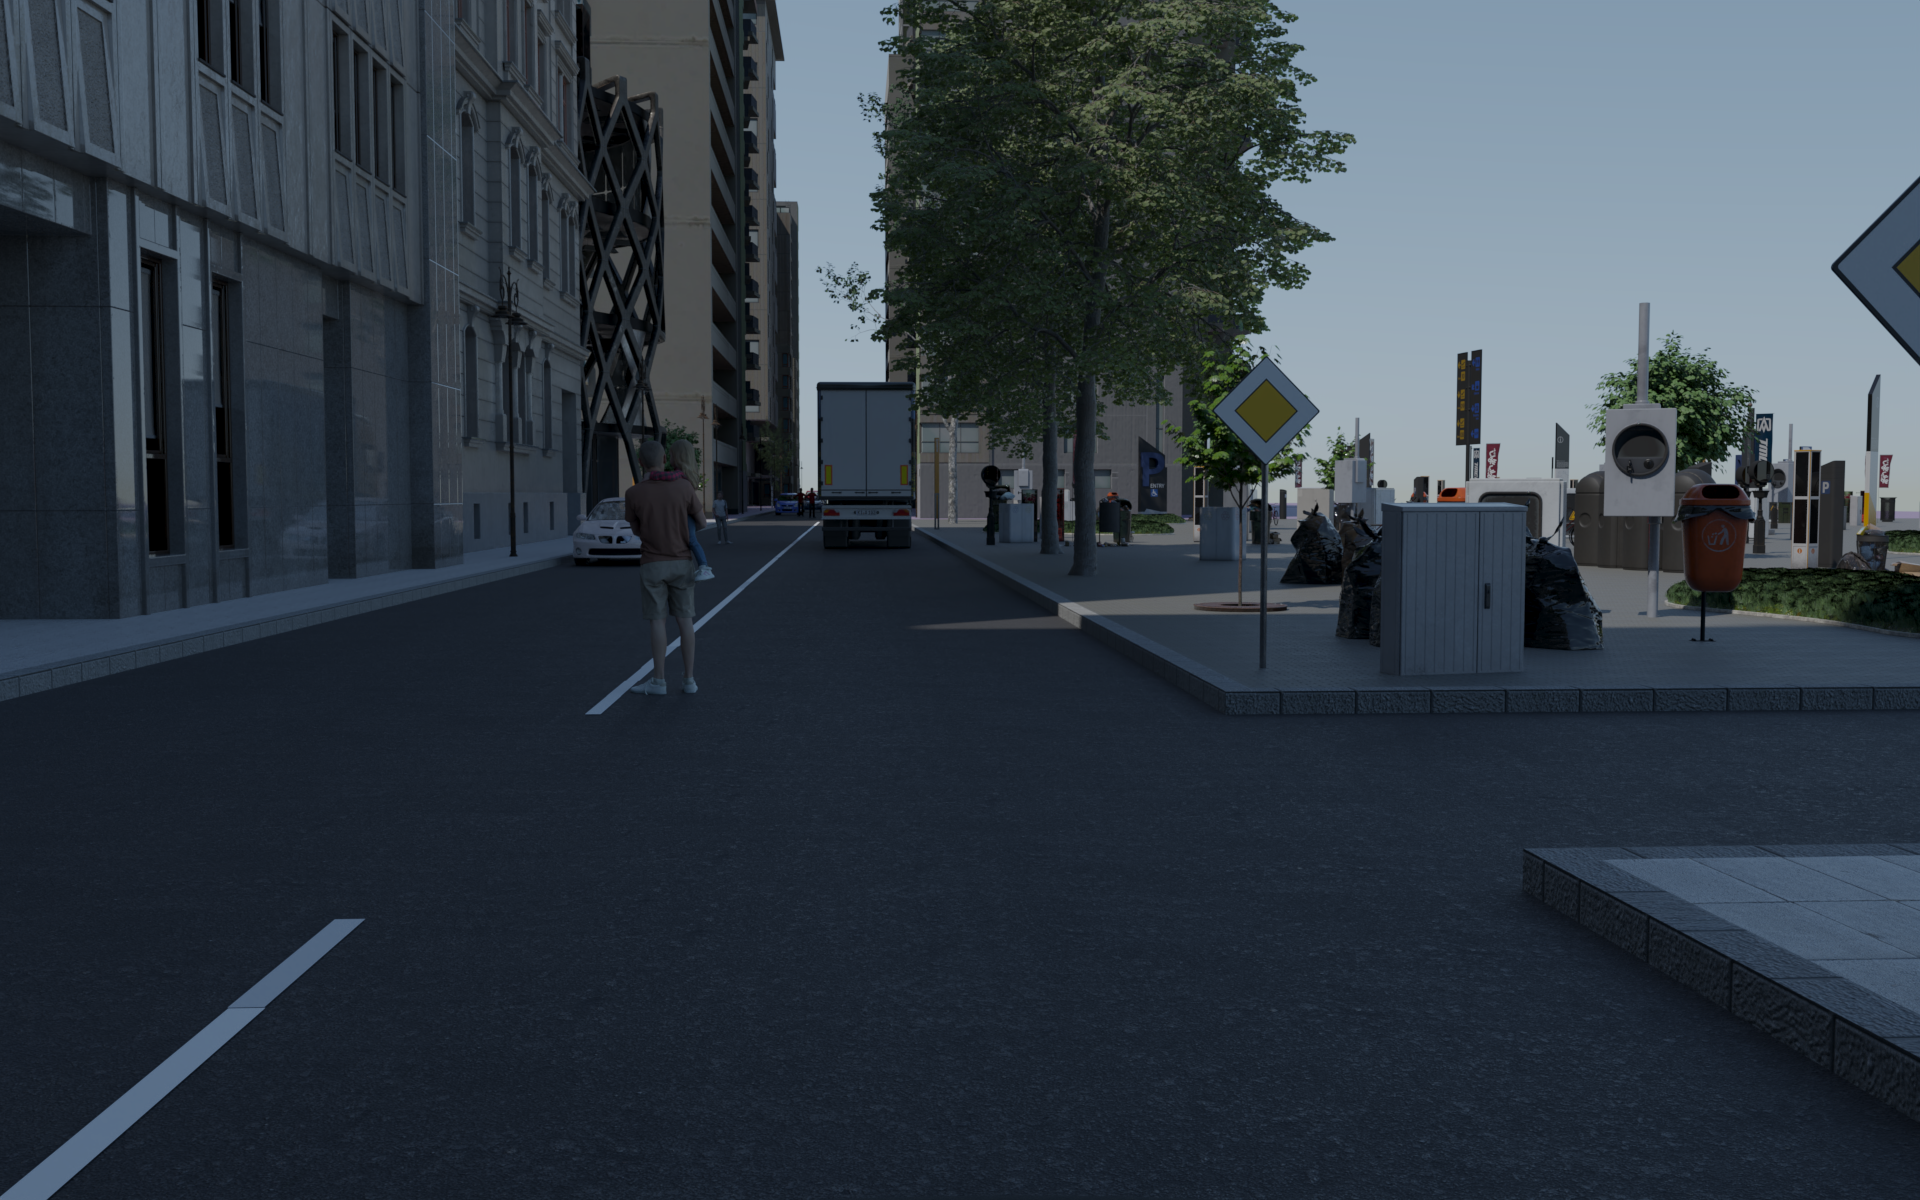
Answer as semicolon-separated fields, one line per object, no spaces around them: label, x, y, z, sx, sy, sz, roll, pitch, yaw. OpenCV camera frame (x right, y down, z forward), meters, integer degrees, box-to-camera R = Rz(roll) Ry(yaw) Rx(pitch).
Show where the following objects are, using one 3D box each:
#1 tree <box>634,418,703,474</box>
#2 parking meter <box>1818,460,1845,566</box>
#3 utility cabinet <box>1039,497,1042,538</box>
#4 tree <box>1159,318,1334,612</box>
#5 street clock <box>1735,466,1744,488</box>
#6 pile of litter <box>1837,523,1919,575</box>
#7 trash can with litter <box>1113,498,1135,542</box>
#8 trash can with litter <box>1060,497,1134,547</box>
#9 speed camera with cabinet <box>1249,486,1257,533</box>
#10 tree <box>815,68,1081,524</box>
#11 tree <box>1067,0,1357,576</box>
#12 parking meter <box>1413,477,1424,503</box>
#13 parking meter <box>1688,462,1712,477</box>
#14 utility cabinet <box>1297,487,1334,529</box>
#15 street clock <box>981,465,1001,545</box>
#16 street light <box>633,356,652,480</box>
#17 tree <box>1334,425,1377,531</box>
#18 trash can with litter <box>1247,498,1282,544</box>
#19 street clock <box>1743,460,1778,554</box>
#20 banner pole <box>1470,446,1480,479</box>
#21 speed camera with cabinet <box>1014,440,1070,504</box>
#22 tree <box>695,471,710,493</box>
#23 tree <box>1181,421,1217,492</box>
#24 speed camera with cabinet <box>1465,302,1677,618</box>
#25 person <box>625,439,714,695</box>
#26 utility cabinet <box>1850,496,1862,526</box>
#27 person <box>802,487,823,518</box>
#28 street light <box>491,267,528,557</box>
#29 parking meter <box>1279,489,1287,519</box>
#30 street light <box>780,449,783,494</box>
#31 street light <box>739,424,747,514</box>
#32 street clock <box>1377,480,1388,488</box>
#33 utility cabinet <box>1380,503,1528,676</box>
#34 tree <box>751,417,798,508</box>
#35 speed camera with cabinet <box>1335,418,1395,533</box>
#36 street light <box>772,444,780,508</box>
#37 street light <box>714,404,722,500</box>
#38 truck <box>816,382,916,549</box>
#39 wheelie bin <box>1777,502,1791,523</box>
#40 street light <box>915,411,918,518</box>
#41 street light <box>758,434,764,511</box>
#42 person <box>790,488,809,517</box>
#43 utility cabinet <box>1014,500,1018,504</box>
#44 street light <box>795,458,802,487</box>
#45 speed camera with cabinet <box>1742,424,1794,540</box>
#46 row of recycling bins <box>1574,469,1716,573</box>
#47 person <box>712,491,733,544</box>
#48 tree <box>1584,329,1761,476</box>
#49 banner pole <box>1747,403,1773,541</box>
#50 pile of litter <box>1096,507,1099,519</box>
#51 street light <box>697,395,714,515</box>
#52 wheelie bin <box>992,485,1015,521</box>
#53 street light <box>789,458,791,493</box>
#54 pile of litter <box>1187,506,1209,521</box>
tree;-12.598;-5.578;74.913;4.285;4.588;4.351;0;3;0
parking meter;15.192;-1.499;30.217;0.255;1.863;0.399;-1;4;-11
utility cabinet;2.650;-2.405;50.486;0.306;1.237;1.020;2;4;27
tree;2.989;-1.501;19.145;1.663;3.219;1.824;0;3;0
street clock;20.282;-2.459;44.775;0.471;2.002;0.358;-1;4;-22
pile of litter;13.365;-0.669;24.902;1.719;0.858;1.176;-1;4;-12
trash can with litter;4.289;-2.115;45.975;0.624;1.170;1.055;1;4;15
trash can with litter;3.276;-1.927;42.561;2.233;1.210;1.678;0;4;-4
speed camera with cabinet;9.443;-3.867;57.556;0.660;3.252;2.038;1;4;19
tree;0.130;-13.453;75.846;12.611;20.169;13.585;0;3;0
tree;2.385;-6.667;27.126;7.486;12.596;7.792;0;3;0
parking meter;15.296;-3.186;57.795;0.255;1.863;0.399;0;4;-1
parking meter;13.446;-1.580;31.543;0.399;1.863;0.255;-2;4;-25
utility cabinet;11.385;-2.865;55.522;1.173;1.500;0.318;3;5;42
street clock;0.773;-2.383;43.526;0.471;2.002;0.358;-1;4;-11
street light;-10.629;-5.220;58.131;0.468;5.910;1.993;0;4;-4
tree;10.682;-3.321;48.894;1.663;3.219;1.824;0;3;0
trash can with litter;7.781;-2.017;44.357;0.624;1.170;1.055;3;5;39
street clock;17.234;-2.002;37.298;0.471;2.002;0.358;0;4;-3
banner pole;24.505;-5.663;82.613;0.401;3.779;0.863;-2;4;-24
speed camera with cabinet;3.029;-4.270;64.157;2.038;3.252;0.660;0;4;0
tree;-13.227;-5.585;85.913;1.663;3.219;1.824;0;3;0
tree;9.660;-4.823;62.574;4.285;4.588;4.351;0;3;0
speed camera with cabinet;6.369;-1.453;18.088;2.038;3.252;0.660;1;4;23
person;-2.080;-0.248;12.523;0.573;1.828;0.580;2;4;26
utility cabinet;36.734;-3.659;70.992;0.306;1.237;1.020;3;4;36
person;-8.869;-5.842;103.947;1.348;1.831;0.705;-1;4;-19
street light;-9.162;-3.827;35.356;0.468;5.910;1.993;0;4;-4
parking meter;16.530;-4.905;88.608;0.372;1.533;0.369;0;3;0
street light;-17.720;-12.165;171.693;0.468;5.910;1.993;0;4;-4
street light;-14.002;-8.481;111.457;0.468;5.910;1.993;0;4;-4
street clock;21.197;-5.040;86.972;0.471;2.002;0.358;-1;4;-18
utility cabinet;3.551;-0.079;12.458;1.020;1.237;0.306;-1;4;-16
tree;-17.519;-13.039;163.557;4.737;8.622;4.395;0;3;0
speed camera with cabinet;10.634;-3.127;45.456;2.038;3.252;0.660;-3;5;-44
street light;-16.824;-11.266;156.978;0.468;5.910;1.993;0;4;-4
street light;-12.460;-7.089;88.688;0.468;5.910;1.993;0;4;-4
truck;-2.576;-3.664;48.816;2.839;4.237;11.283;0;4;-2
wheelie bin;36.359;-4.179;76.240;0.980;1.594;0.693;1;4;20
street light;-2.354;-7.435;94.355;0.468;5.910;1.993;0;4;-4
street light;-15.465;-9.884;134.389;0.468;5.910;1.993;0;4;-4
person;-10.096;-6.201;109.820;1.348;1.831;0.705;0;4;3
utility cabinet;2.970;-4.547;83.018;0.318;1.500;1.173;2;4;28
street light;-20.529;-14.992;217.901;0.468;5.910;1.993;0;4;-4
speed camera with cabinet;22.893;-3.361;49.294;0.660;3.252;2.038;-2;4;-24
row of recycling bins;11.660;-1.377;29.632;1.069;1.692;3.534;-1;4;-10
person;-6.824;-2.360;49.687;0.523;1.515;0.503;3;4;38
tree;14.042;-3.106;34.502;4.285;4.588;4.351;0;3;0
banner pole;21.811;-3.510;47.401;0.401;3.779;0.863;-3;5;-43
pile of litter;5.863;-3.450;70.367;1.719;0.858;1.176;0;4;8
street light;-11.947;-6.602;80.723;0.468;5.910;1.993;0;4;-4
wheelie bin;1.455;-3.220;60.554;0.980;1.594;0.693;1;4;18
street light;-19.210;-13.592;195.017;0.468;5.910;1.993;0;4;-4
pile of litter;11.719;-4.230;83.125;1.719;0.858;1.176;1;4;23
